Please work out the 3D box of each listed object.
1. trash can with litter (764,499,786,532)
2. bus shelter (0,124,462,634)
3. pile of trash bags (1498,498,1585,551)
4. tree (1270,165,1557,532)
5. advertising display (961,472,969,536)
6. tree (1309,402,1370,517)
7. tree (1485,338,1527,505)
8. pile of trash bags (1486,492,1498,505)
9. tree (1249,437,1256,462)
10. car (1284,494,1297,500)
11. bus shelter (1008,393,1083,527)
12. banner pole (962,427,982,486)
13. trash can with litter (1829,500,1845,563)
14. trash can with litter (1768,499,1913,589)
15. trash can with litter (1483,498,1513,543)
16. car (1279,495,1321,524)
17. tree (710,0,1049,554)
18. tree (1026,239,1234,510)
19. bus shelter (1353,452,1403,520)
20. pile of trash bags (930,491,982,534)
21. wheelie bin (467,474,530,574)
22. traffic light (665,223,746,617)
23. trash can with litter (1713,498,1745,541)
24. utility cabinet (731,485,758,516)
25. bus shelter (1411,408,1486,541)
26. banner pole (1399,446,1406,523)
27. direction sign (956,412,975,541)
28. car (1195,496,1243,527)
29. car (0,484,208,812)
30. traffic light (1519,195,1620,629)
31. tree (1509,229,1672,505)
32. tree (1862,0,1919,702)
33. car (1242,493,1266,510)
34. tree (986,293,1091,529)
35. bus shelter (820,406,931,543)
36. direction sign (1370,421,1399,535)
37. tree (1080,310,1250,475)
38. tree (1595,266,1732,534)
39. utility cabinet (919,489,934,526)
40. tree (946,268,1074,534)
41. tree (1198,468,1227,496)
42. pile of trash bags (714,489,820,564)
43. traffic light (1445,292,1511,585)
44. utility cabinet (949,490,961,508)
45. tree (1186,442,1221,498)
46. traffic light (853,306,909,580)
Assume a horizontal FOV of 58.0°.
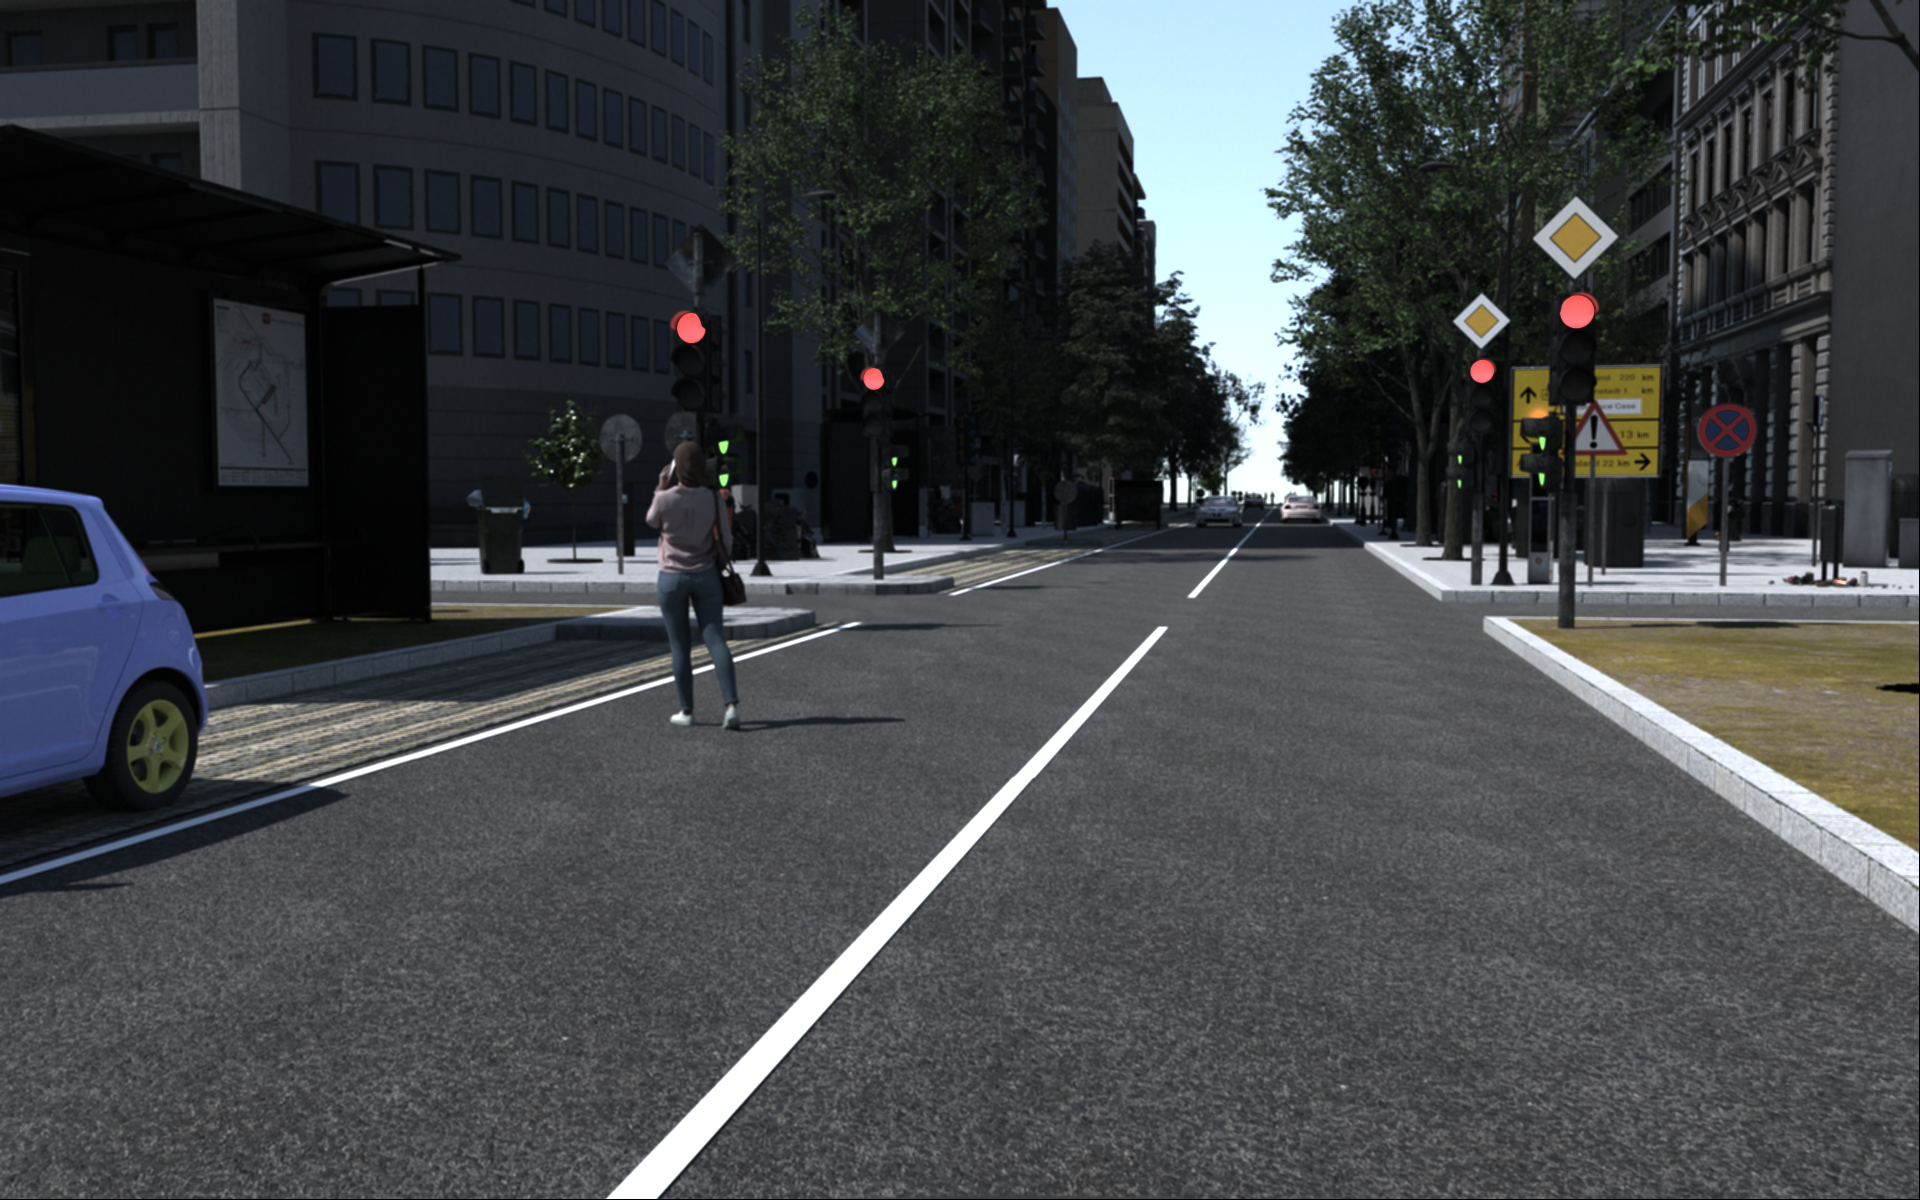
[{"bbox_3d":[-4.585,-1.846,41.561,0.624,1.170,1.055,2,4,28],"label":"trash can with litter"},{"bbox_3d":[-6.300,-1.405,14.254,1.731,3.624,6.357,1,4,11],"label":"bus shelter"},{"bbox_3d":[13.788,-1.868,40.298,1.912,1.369,3.447,1,4,10],"label":"pile of trash bags"},{"bbox_3d":[15.489,-8.668,58.725,9.611,12.733,9.660,0,3,0],"label":"tree"},{"bbox_3d":[0.145,-2.741,50.030,0.123,1.923,0.974,0,4,-6],"label":"advertising display"},{"bbox_3d":[21.344,-8.858,95.189,4.360,8.622,3.978,0,3,0],"label":"tree"},{"bbox_3d":[20.649,-7.161,67.450,4.360,8.622,3.978,0,3,0],"label":"tree"},{"bbox_3d":[29.486,-4.984,91.240,3.447,1.369,1.912,1,4,9],"label":"pile of trash bags"},{"bbox_3d":[33.327,-19.237,224.893,12.009,13.543,11.850,0,3,0],"label":"tree"},{"bbox_3d":[43.719,-13.405,228.216,2.155,1.783,4.494,1,4,11],"label":"car"},{"bbox_3d":[3.470,-5.728,71.284,2.179,5.291,8.768,1,4,10],"label":"bus shelter"},{"bbox_3d":[0.434,-4.558,64.533,0.863,3.779,0.401,1,4,16],"label":"banner pole"},{"bbox_3d":[16.574,-1.274,32.216,0.624,1.170,1.055,0,4,6],"label":"trash can with litter"},{"bbox_3d":[12.369,-0.830,24.621,1.678,1.210,2.233,1,4,10],"label":"trash can with litter"},{"bbox_3d":[14.243,-2.081,45.411,0.624,1.170,1.055,-3,5,-44],"label":"trash can with litter"},{"bbox_3d":[16.674,-4.434,84.858,2.083,1.381,4.827,1,4,9],"label":"car"},{"bbox_3d":[-1.796,-6.844,37.651,9.928,11.665,9.643,0,3,0],"label":"tree"},{"bbox_3d":[7.835,-10.964,85.911,9.857,13.997,8.962,0,3,0],"label":"tree"},{"bbox_3d":[19.635,-5.365,81.638,2.014,3.302,5.546,1,4,11],"label":"bus shelter"},{"bbox_3d":[-0.024,-2.888,56.967,1.912,1.369,3.447,0,4,-2],"label":"pile of trash bags"},{"bbox_3d":[-7.443,-1.222,27.895,0.980,1.594,0.693,-2,4,-28],"label":"wheelie bin"},{"bbox_3d":[-2.685,-1.780,18.029,0.839,4.253,0.868,1,4,11],"label":"traffic light"},{"bbox_3d":[20.834,-2.182,47.062,0.624,1.170,1.055,0,4,-7],"label":"trash can with litter"},{"bbox_3d":[-5.260,-2.081,42.705,0.318,1.500,1.173,1,4,18],"label":"utility cabinet"},{"bbox_3d":[14.111,-3.606,50.239,1.731,3.624,6.357,1,4,11],"label":"bus shelter"},{"bbox_3d":[19.464,-5.287,76.463,0.401,3.779,0.863,-2,4,-29],"label":"banner pole"},{"bbox_3d":[0.162,-3.419,47.898,0.379,3.537,0.876,2,4,35],"label":"direction sign"},{"bbox_3d":[11.442,-3.909,76.280,2.083,1.381,4.827,1,4,12],"label":"car"},{"bbox_3d":[-4.678,0.176,6.710,1.945,1.707,3.694,1,4,11],"label":"car"},{"bbox_3d":[5.780,-1.684,16.454,0.839,4.253,0.868,1,4,11],"label":"traffic light"},{"bbox_3d":[17.730,-6.014,48.687,4.737,8.622,4.395,0,3,0],"label":"tree"},{"bbox_3d":[6.570,-5.183,10.492,9.928,11.665,9.643,0,3,0],"label":"tree"},{"bbox_3d":[26.537,-9.014,156.412,2.155,1.783,4.494,1,4,9],"label":"car"},{"bbox_3d":[3.021,-6.882,62.885,4.360,8.622,3.978,0,3,0],"label":"tree"},{"bbox_3d":[-2.263,-3.472,48.049,1.731,3.624,6.357,1,4,11],"label":"bus shelter"},{"bbox_3d":[13.207,-3.789,53.943,0.876,3.537,0.379,1,4,8],"label":"direction sign"},{"bbox_3d":[12.337,-12.468,114.218,12.009,13.543,11.850,0,3,0],"label":"tree"},{"bbox_3d":[22.263,-6.437,55.603,4.360,8.622,3.978,0,3,0],"label":"tree"},{"bbox_3d":[-1.368,-3.745,69.906,0.318,1.500,1.173,1,4,15],"label":"utility cabinet"},{"bbox_3d":[1.464,-6.434,55.561,4.737,8.622,4.395,0,3,0],"label":"tree"},{"bbox_3d":[28.164,-12.846,193.740,4.285,4.588,4.351,0,3,0],"label":"tree"},{"bbox_3d":[-4.024,-1.442,33.325,1.912,1.369,3.447,1,4,15],"label":"pile of trash bags"},{"bbox_3d":[7.261,-2.164,24.301,0.839,4.253,0.868,1,4,11],"label":"traffic light"},{"bbox_3d":[-0.239,-5.708,102.003,1.173,1.500,0.318,0,4,-3],"label":"utility cabinet"},{"bbox_3d":[23.960,-13.685,174.115,4.360,8.622,3.978,0,3,0],"label":"tree"},{"bbox_3d":[-1.205,-2.260,25.876,0.839,4.253,0.868,1,4,11],"label":"traffic light"}]
